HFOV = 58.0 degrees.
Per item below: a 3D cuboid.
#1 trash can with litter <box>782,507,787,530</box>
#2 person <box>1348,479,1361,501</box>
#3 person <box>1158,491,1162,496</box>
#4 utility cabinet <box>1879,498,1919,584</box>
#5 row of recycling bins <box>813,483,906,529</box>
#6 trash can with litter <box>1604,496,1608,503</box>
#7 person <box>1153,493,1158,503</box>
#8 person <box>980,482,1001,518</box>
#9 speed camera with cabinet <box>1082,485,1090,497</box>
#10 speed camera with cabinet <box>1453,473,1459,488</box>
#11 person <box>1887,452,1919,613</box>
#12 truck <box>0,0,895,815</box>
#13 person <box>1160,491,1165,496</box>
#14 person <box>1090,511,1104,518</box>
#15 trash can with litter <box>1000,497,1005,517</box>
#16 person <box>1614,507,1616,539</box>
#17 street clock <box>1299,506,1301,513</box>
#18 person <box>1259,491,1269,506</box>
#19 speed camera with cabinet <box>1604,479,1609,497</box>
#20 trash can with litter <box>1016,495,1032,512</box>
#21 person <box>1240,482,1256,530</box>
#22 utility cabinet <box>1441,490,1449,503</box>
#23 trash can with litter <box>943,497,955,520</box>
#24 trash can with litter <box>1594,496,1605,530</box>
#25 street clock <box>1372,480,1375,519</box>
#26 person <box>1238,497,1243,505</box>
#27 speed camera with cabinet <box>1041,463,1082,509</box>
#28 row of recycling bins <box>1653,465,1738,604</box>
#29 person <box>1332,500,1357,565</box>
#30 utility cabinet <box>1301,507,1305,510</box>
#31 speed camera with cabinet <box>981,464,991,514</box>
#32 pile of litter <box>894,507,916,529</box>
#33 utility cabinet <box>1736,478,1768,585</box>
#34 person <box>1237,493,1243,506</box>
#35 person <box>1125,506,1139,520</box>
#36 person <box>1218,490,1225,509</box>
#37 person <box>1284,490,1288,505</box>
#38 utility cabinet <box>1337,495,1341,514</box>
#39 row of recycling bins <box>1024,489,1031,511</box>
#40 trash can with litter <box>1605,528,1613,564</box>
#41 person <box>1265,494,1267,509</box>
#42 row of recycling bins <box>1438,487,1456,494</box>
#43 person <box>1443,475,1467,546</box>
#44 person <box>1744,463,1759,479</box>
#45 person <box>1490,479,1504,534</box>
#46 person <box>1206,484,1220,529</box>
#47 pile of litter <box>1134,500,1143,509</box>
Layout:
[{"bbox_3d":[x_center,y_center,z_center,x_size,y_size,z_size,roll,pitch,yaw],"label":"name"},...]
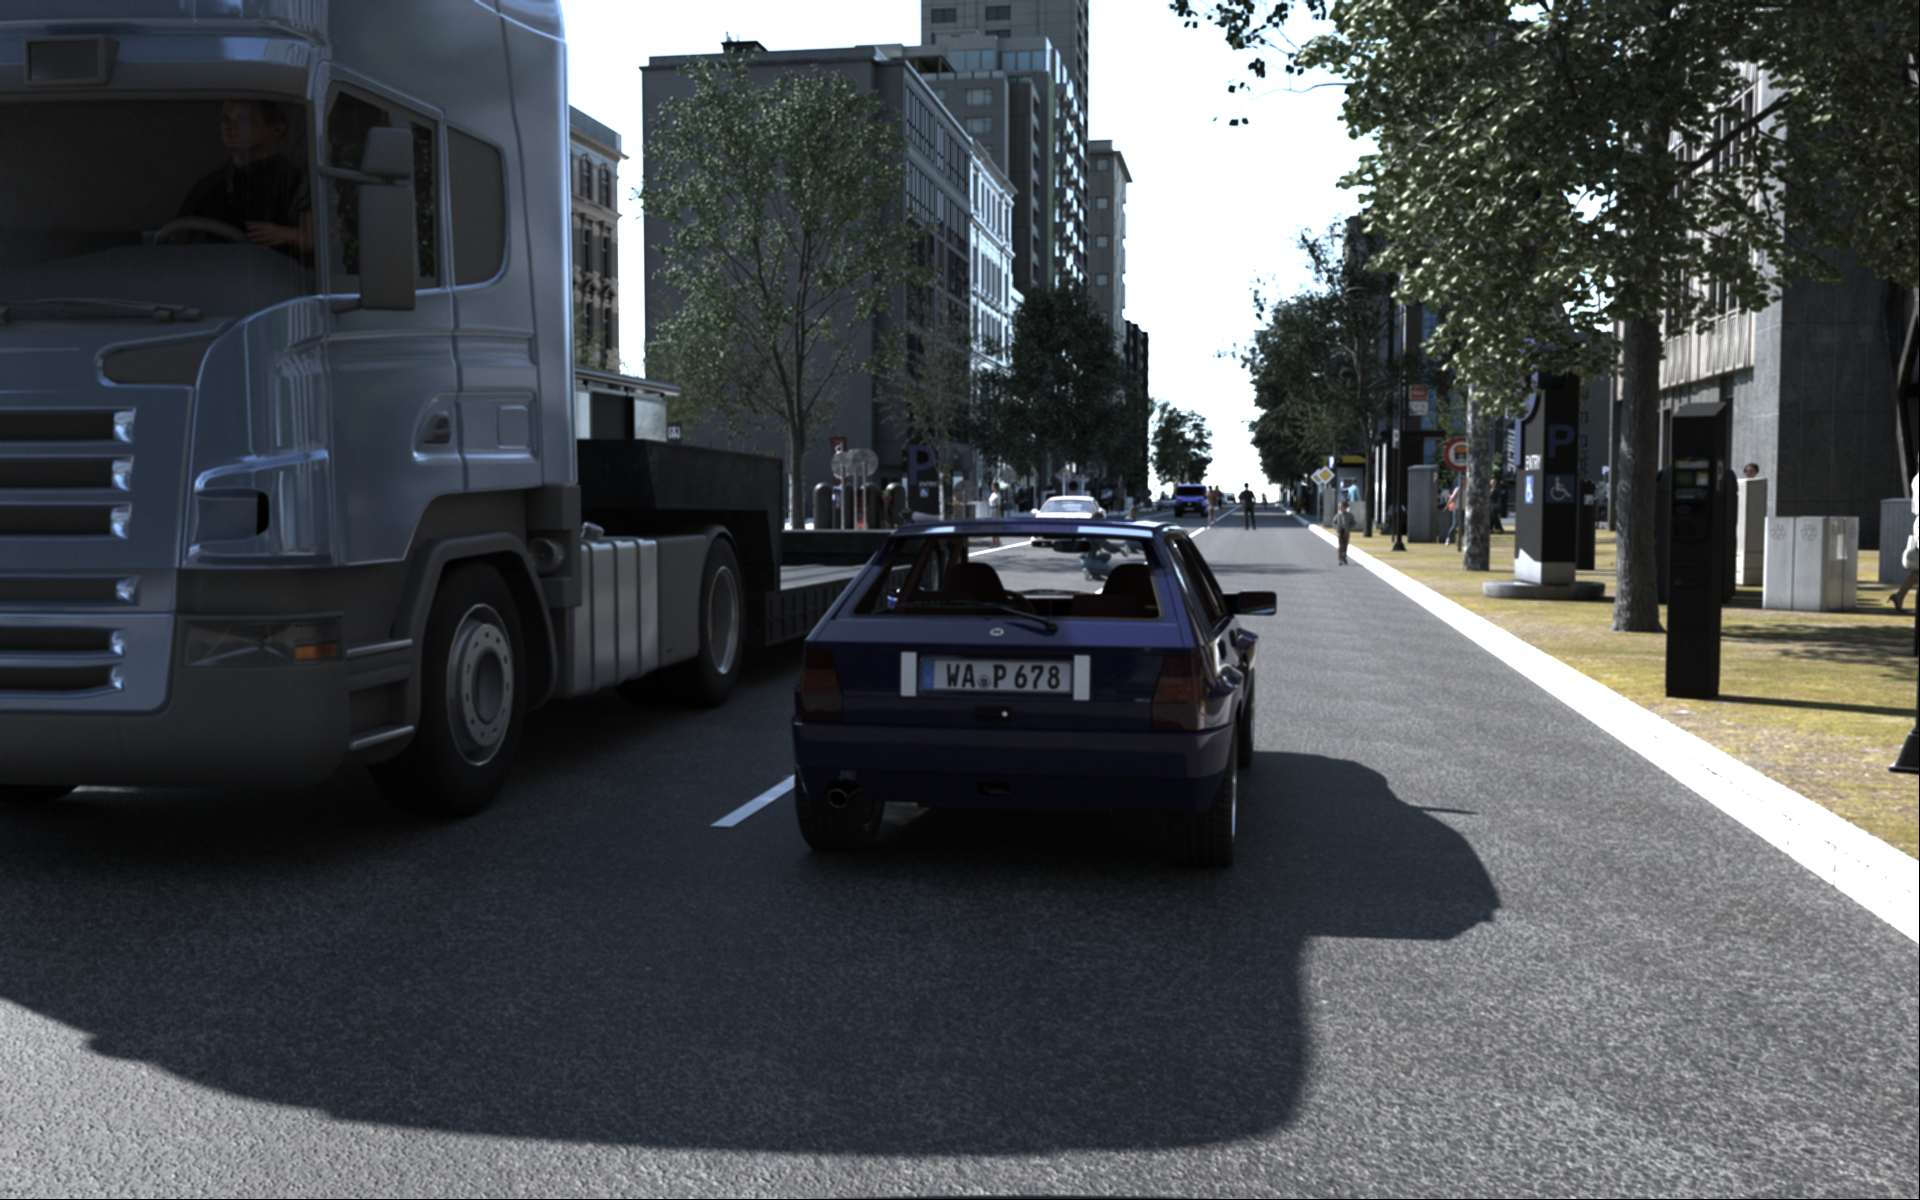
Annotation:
[{"bbox_3d":[-4.597,-2.090,45.553,1.055,1.170,0.624,0,4,-1],"label":"trash can with litter"},{"bbox_3d":[14.172,-3.464,62.534,0.748,1.841,0.638,0,4,-6],"label":"person"},{"bbox_3d":[32.327,-16.599,277.063,1.348,1.869,0.705,-1,4,-13],"label":"person"},{"bbox_3d":[13.675,-0.827,24.680,0.306,1.237,1.020,-2,4,-33],"label":"utility cabinet"},{"bbox_3d":[-3.651,-3.418,62.995,3.534,1.692,1.069,1,4,13],"label":"row of recycling bins"},{"bbox_3d":[48.470,-7.202,129.140,1.055,1.170,0.624,1,4,23],"label":"trash can with litter"},{"bbox_3d":[28.871,-15.111,256.299,0.628,1.438,0.799,3,4,38],"label":"person"},{"bbox_3d":[0.842,-2.243,45.736,0.524,1.755,0.480,-2,4,-29],"label":"person"},{"bbox_3d":[6.866,-6.400,98.972,0.660,3.252,2.038,1,4,22],"label":"speed camera with cabinet"},{"bbox_3d":[29.048,-6.441,99.642,0.660,3.252,2.038,-1,4,-8],"label":"speed camera with cabinet"},{"bbox_3d":[10.371,-0.751,18.680,0.624,1.780,0.694,2,4,27],"label":"person"},{"bbox_3d":[-2.355,-1.530,14.781,2.967,4.110,18.799,0,4,8],"label":"truck"},{"bbox_3d":[29.634,-14.996,251.932,1.217,1.736,0.721,-1,4,-17],"label":"person"},{"bbox_3d":[2.340,-0.911,28.885,0.738,1.151,1.012,0,4,-7],"label":"person"},{"bbox_3d":[1.320,-3.358,66.297,0.624,1.170,1.055,-1,4,-18],"label":"trash can with litter"},{"bbox_3d":[17.971,-2.450,46.367,0.850,1.792,0.678,2,4,24],"label":"person"},{"bbox_3d":[23.187,-6.951,118.214,0.358,2.002,0.471,0,4,8],"label":"street clock"},{"bbox_3d":[37.128,-12.441,211.918,1.348,1.823,0.705,2,4,31],"label":"person"},{"bbox_3d":[53.595,-9.189,144.577,2.038,3.252,0.660,-3,4,-36],"label":"speed camera with cabinet"},{"bbox_3d":[5.308,-7.079,126.796,2.233,1.210,1.678,1,4,8],"label":"trash can with litter"},{"bbox_3d":[11.615,-3.787,69.779,0.648,1.900,0.474,0,4,6],"label":"person"},{"bbox_3d":[23.502,-4.673,85.079,1.173,1.500,0.318,-2,4,-34],"label":"utility cabinet"},{"bbox_3d":[-0.763,-3.728,72.335,1.055,1.170,0.624,-2,4,-27],"label":"trash can with litter"},{"bbox_3d":[23.536,-3.200,63.381,2.233,1.210,1.678,-2,4,-27],"label":"trash can with litter"},{"bbox_3d":[21.513,-5.224,89.979,0.358,2.002,0.471,-1,4,-21],"label":"street clock"},{"bbox_3d":[36.909,-13.209,227.661,0.628,1.438,0.799,1,4,11],"label":"person"},{"bbox_3d":[5.567,-6.234,96.253,2.038,3.252,0.660,-1,4,-11],"label":"speed camera with cabinet"},{"bbox_3d":[9.237,-0.896,21.762,1.069,1.692,3.534,1,4,23],"label":"row of recycling bins"},{"bbox_3d":[7.796,-1.367,35.127,0.475,1.303,0.640,1,4,9],"label":"person"},{"bbox_3d":[29.745,-8.579,148.952,1.173,1.500,0.318,-1,4,-20],"label":"utility cabinet"},{"bbox_3d":[1.691,-7.157,111.358,0.660,3.252,2.038,0,4,0],"label":"speed camera with cabinet"},{"bbox_3d":[-1.980,-2.543,55.539,1.176,0.858,1.719,2,4,34],"label":"pile of litter"},{"bbox_3d":[11.016,-0.972,24.566,0.318,1.500,1.173,0,4,1],"label":"utility cabinet"},{"bbox_3d":[33.663,-12.157,207.814,0.990,1.755,0.434,-1,4,-16],"label":"person"},{"bbox_3d":[4.270,-1.712,41.993,0.738,1.151,1.012,-1,4,-10],"label":"person"},{"bbox_3d":[24.757,-9.585,165.175,1.348,1.831,0.705,3,5,43],"label":"person"},{"bbox_3d":[36.761,-11.531,195.245,0.621,1.740,0.551,3,4,38],"label":"person"},{"bbox_3d":[17.373,-4.157,79.123,1.020,1.237,0.306,-3,4,-38],"label":"utility cabinet"},{"bbox_3d":[5.334,-7.914,136.508,1.069,1.692,3.534,0,4,1],"label":"row of recycling bins"},{"bbox_3d":[13.125,-1.248,31.462,2.233,1.210,1.678,2,4,32],"label":"trash can with litter"},{"bbox_3d":[28.739,-9.221,162.529,0.557,1.426,1.065,0,4,7],"label":"person"},{"bbox_3d":[28.031,-5.502,97.065,3.534,1.692,1.069,0,4,2],"label":"row of recycling bins"},{"bbox_3d":[12.291,-2.217,42.966,0.731,1.740,0.598,-2,4,-25],"label":"person"},{"bbox_3d":[12.014,-1.209,26.386,0.480,1.755,0.524,1,4,13],"label":"person"},{"bbox_3d":[17.004,-2.975,55.103,0.534,1.772,0.576,-2,4,-32],"label":"person"},{"bbox_3d":[10.430,-3.833,71.147,0.580,1.828,0.573,0,4,-8],"label":"person"},{"bbox_3d":[14.963,-8.342,150.354,1.719,0.858,1.176,1,4,19],"label":"pile of litter"}]
